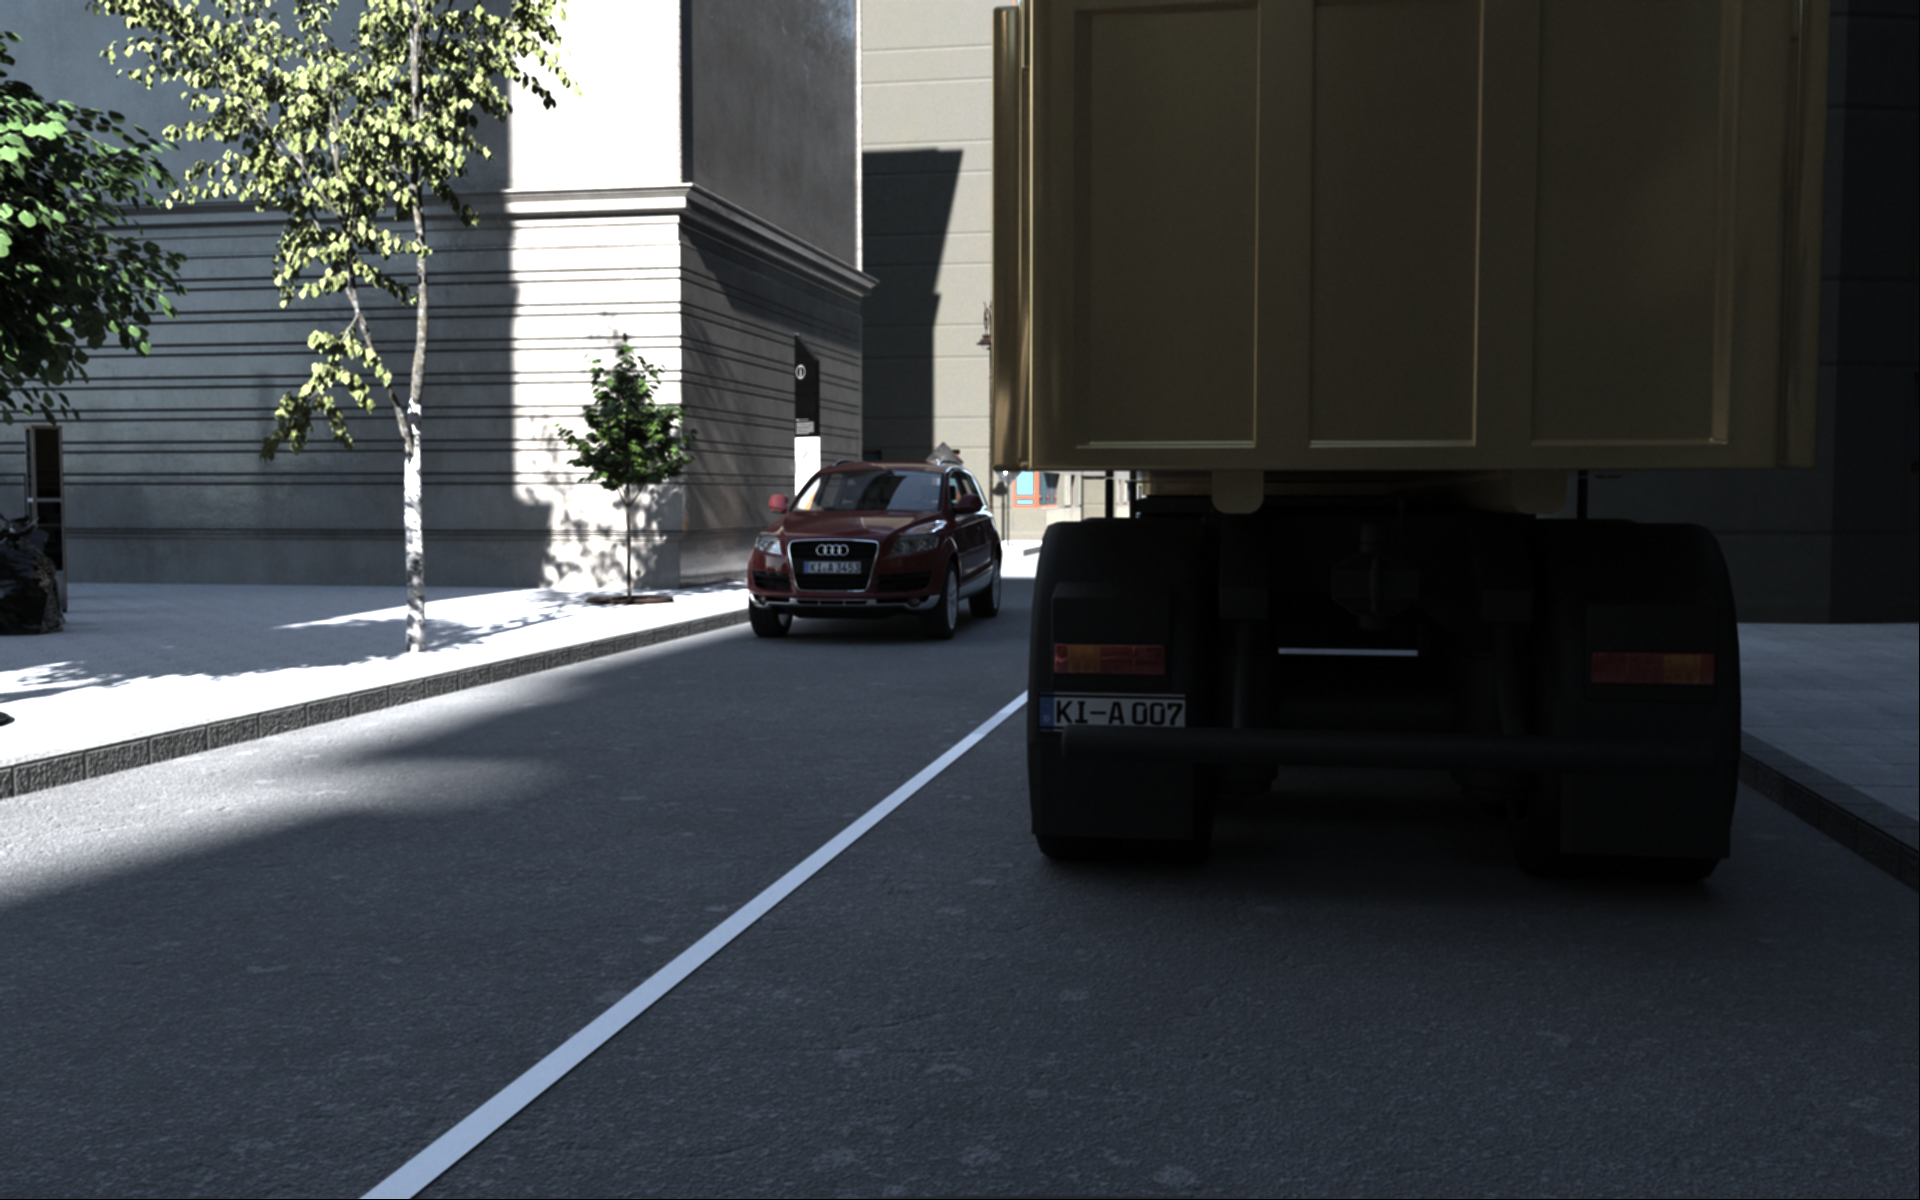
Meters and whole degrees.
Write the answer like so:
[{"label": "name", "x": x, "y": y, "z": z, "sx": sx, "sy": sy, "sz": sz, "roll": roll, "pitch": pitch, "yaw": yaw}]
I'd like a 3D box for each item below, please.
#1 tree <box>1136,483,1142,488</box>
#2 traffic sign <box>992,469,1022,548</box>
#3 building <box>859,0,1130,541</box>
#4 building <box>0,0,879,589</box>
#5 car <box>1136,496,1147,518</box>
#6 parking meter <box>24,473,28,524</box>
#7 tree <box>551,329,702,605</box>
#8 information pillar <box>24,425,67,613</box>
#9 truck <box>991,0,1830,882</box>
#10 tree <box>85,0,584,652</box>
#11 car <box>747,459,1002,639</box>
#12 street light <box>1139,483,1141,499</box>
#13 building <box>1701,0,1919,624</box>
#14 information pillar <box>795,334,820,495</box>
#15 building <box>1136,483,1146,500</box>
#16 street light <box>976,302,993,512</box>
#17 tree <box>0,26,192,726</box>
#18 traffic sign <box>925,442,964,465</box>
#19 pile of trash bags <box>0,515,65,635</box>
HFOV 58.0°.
[{"label": "tree", "x": 8.123, "y": -7.926, "z": 79.954, "sx": 4.737, "sy": 8.622, "sz": 4.395, "roll": 0, "pitch": 3, "yaw": 0}, {"label": "traffic sign", "x": 1.149, "y": -2.303, "z": 41.298, "sx": 0.795, "sy": 2.450, "sz": 0.064, "roll": 1, "pitch": 4, "yaw": 11}, {"label": "building", "x": -8.590, "y": -13.353, "z": 63.368, "sx": 27.650, "sy": 21.520, "sz": 28.899, "roll": 1, "pitch": 4, "yaw": 11}, {"label": "building", "x": -12.432, "y": -11.812, "z": 29.285, "sx": 21.152, "sy": 22.565, "sz": 11.583, "roll": 1, "pitch": 4, "yaw": 11}, {"label": "car", "x": 7.545, "y": -3.243, "z": 65.033, "sx": 2.014, "sy": 1.417, "sz": 4.499, "roll": 1, "pitch": 4, "yaw": 9}, {"label": "parking meter", "x": -11.244, "y": -0.785, "z": 21.241, "sx": 0.372, "sy": 1.533, "sz": 0.369, "roll": 0, "pitch": 3, "yaw": 0}, {"label": "tree", "x": -4.023, "y": -1.576, "z": 20.370, "sx": 1.663, "sy": 3.219, "sz": 1.824, "roll": 0, "pitch": 3, "yaw": 0}, {"label": "information pillar", "x": -9.869, "y": -0.869, "z": 18.703, "sx": 0.304, "sy": 2.012, "sz": 0.304, "roll": -3, "pitch": 5, "yaw": -40}, {"label": "truck", "x": 2.181, "y": -0.871, "z": 10.158, "sx": 3.469, "sy": 3.379, "sz": 9.791, "roll": 1, "pitch": 4, "yaw": 10}, {"label": "tree", "x": -4.685, "y": -3.886, "z": 13.900, "sx": 4.737, "sy": 8.622, "sz": 4.395, "roll": 0, "pitch": 3, "yaw": 0}, {"label": "car", "x": -0.794, "y": -0.625, "z": 18.899, "sx": 2.281, "sy": 1.827, "sz": 5.304, "roll": 1, "pitch": 4, "yaw": 9}, {"label": "street light", "x": 8.696, "y": -6.775, "z": 83.556, "sx": 0.468, "sy": 5.910, "sz": 1.993, "roll": 1, "pitch": 4, "yaw": 11}, {"label": "building", "x": 18.427, "y": -10.029, "z": 9.020, "sx": 27.650, "sy": 21.520, "sz": 28.899, "roll": 1, "pitch": 4, "yaw": 11}, {"label": "information pillar", "x": -2.233, "y": -2.074, "z": 25.259, "sx": 0.183, "sy": 3.616, "sz": 0.504, "roll": -3, "pitch": 5, "yaw": -43}, {"label": "building", "x": 0.171, "y": -33.989, "z": 97.722, "sx": 21.231, "sy": 58.520, "sz": 28.212, "roll": 1, "pitch": 4, "yaw": 11}, {"label": "street light", "x": 0.749, "y": -4.207, "z": 41.575, "sx": 0.468, "sy": 5.910, "sz": 1.993, "roll": 1, "pitch": 4, "yaw": 11}, {"label": "tree", "x": -6.091, "y": -1.566, "z": 9.313, "sx": 4.285, "sy": 4.588, "sz": 4.351, "roll": 0, "pitch": 3, "yaw": 0}, {"label": "traffic sign", "x": -0.326, "y": -1.823, "z": 33.450, "sx": 0.795, "sy": 2.450, "sz": 0.064, "roll": 1, "pitch": 4, "yaw": 11}, {"label": "pile of trash bags", "x": -10.176, "y": -0.392, "z": 16.160, "sx": 3.447, "sy": 1.369, "sz": 1.912, "roll": -1, "pitch": 4, "yaw": -13}]
